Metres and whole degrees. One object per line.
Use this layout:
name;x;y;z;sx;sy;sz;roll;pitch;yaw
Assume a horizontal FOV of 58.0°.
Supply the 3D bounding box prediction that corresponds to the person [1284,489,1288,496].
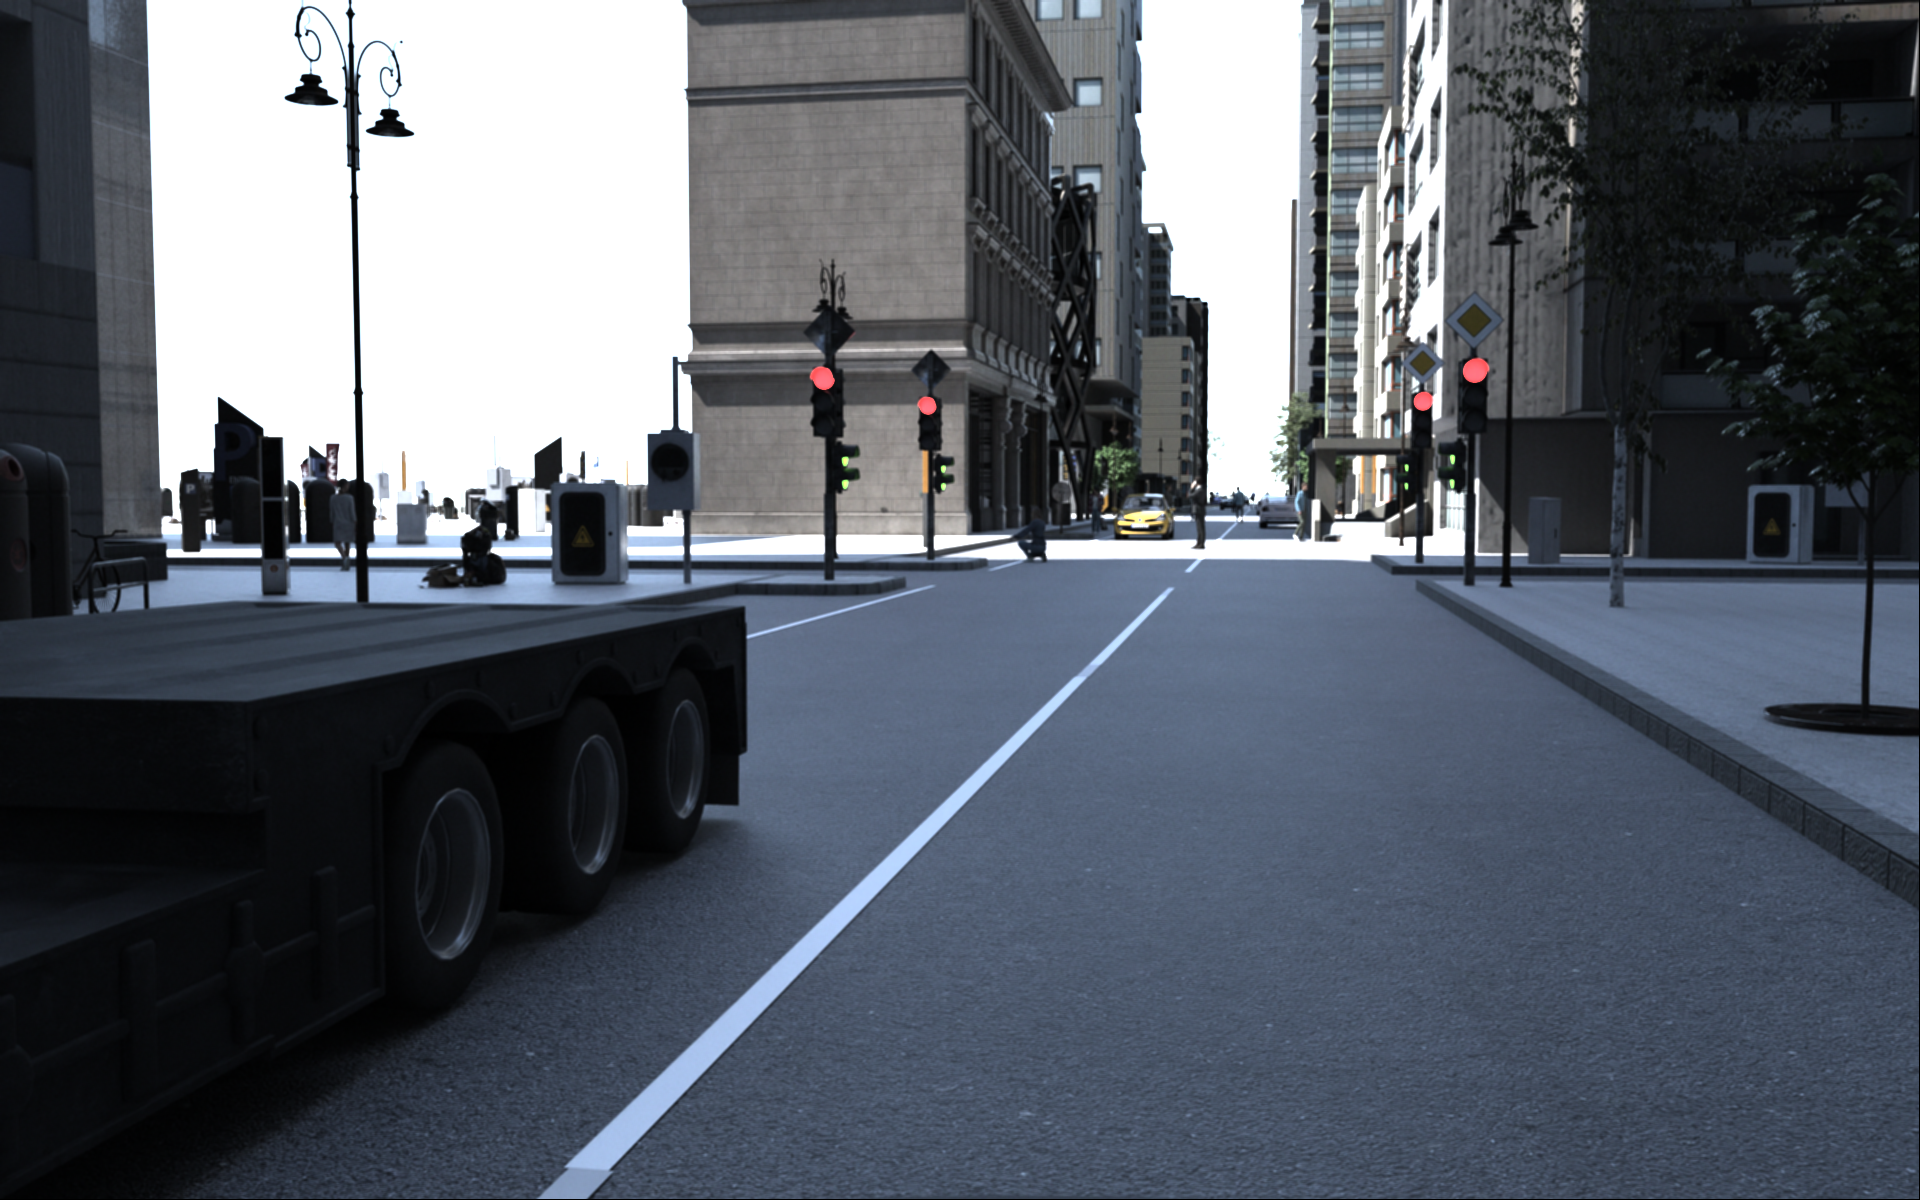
person;23.899;-7.216;126.619;0.705;1.807;1.348;1;4;22

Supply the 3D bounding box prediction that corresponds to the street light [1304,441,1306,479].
street light;29.665;-10.790;149.200;0.468;5.910;1.993;1;4;10

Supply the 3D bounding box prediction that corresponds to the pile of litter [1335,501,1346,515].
pile of litter;22.894;-5.605;105.604;1.176;0.858;1.719;0;4;6

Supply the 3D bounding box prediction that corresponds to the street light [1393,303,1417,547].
street light;10.793;-4.243;42.163;0.468;5.910;1.993;1;4;10

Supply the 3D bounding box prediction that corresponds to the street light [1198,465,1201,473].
street light;30.929;-15.370;224.094;0.468;5.910;1.993;1;4;10

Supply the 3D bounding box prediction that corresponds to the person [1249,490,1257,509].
person;28.522;-9.802;168.629;0.709;1.838;0.599;-1;4;-11

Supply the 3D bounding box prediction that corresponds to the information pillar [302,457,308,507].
information pillar;-38.696;-6.805;102.617;0.504;3.616;0.183;-1;4;-14

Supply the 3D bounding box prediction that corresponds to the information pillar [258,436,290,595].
information pillar;-8.740;-1.076;22.081;0.304;2.012;0.304;-1;4;-14

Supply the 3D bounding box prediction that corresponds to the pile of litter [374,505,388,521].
pile of litter;-28.156;-4.269;83.757;1.176;0.858;1.719;1;4;9

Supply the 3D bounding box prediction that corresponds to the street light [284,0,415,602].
street light;-5.692;-2.664;16.344;0.468;5.910;1.993;1;4;10

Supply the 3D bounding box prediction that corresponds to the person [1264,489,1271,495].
person;25.079;-8.112;141.217;1.350;1.814;0.705;2;4;24

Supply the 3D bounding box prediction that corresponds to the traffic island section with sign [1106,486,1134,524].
traffic island section with sign;8.012;-4.523;82.571;1.989;1.847;2.006;1;4;10

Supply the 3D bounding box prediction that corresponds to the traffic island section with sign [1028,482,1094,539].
traffic island section with sign;3.283;-2.881;55.729;1.989;1.847;2.006;1;4;10

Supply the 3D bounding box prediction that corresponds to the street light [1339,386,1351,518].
street light;16.400;-6.185;73.914;0.468;5.910;1.993;1;4;10

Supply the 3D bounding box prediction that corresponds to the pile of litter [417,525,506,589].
pile of litter;-7.031;-0.632;24.295;1.176;0.858;1.719;2;4;24

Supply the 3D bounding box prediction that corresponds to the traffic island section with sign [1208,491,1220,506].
traffic island section with sign;31.100;-12.540;213.653;1.989;1.847;2.006;1;4;10

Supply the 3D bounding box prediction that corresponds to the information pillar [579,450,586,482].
information pillar;-19.776;-6.088;90.887;0.183;3.616;0.504;2;4;25

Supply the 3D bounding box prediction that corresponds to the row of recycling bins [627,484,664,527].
row of recycling bins;-12.651;-3.766;68.691;1.069;1.692;3.534;-2;4;-27

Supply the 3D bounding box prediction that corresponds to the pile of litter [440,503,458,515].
pile of litter;-32.045;-5.771;108.322;1.176;0.858;1.719;1;4;20

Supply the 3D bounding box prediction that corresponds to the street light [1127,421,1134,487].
street light;10.820;-8.401;110.147;0.468;5.910;1.993;1;4;10

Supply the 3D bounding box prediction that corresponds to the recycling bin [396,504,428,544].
recycling bin;-14.195;-1.978;44.899;0.722;1.027;0.722;-1;4;-11

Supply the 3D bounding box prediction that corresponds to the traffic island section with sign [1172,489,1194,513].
traffic island section with sign;16.693;-7.539;131.885;1.989;1.847;2.006;1;4;10

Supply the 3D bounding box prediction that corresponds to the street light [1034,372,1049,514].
street light;3.094;-5.702;66.008;0.468;5.910;1.993;1;4;10

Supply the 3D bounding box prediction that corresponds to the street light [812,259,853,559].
street light;-2.502;-3.759;34.255;0.468;5.910;1.993;1;4;10

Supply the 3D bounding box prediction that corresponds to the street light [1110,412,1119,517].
street light;8.726;-7.656;97.971;0.468;5.910;1.993;1;4;10

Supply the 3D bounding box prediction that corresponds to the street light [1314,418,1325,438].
street light;21.964;-8.128;105.672;0.468;5.910;1.993;1;4;10

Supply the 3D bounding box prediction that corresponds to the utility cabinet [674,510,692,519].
utility cabinet;-13.871;-4.826;87.587;1.173;1.500;0.318;-1;4;-21

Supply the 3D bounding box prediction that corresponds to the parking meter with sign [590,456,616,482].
parking meter with sign;-16.148;-5.097;79.591;0.543;3.016;1.738;3;4;36

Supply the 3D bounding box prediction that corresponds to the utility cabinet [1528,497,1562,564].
utility cabinet;10.811;-1.275;32.001;0.306;1.237;1.020;3;4;36

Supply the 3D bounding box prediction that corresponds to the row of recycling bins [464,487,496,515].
row of recycling bins;-29.326;-6.054;106.101;1.069;1.692;3.534;0;4;7

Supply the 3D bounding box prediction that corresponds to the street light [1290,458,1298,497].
street light;38.485;-13.849;199.210;0.468;5.910;1.993;1;4;10

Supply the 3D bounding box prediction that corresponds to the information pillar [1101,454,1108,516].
information pillar;8.534;-6.792;102.406;0.504;3.616;0.183;-2;4;-28

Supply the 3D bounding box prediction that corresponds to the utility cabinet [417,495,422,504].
utility cabinet;-32.032;-5.605;102.808;0.306;1.237;1.020;-1;4;-12

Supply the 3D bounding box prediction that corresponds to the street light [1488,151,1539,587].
street light;7.554;-3.119;23.781;0.468;5.910;1.993;1;4;10

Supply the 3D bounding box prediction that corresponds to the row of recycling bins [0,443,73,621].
row of recycling bins;-7.468;-0.343;12.718;1.069;1.692;3.534;-1;4;-11

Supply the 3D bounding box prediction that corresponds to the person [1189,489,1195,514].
person;16.682;-7.019;123.397;0.705;1.807;1.348;2;4;29

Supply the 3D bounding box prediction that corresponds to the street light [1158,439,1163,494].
street light;16.439;-10.343;141.896;0.468;5.910;1.993;1;4;10

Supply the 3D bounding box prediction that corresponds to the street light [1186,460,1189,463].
street light;25.130;-13.380;191.557;0.468;5.910;1.993;1;4;10

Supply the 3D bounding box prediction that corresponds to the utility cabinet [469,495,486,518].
utility cabinet;-26.114;-5.061;93.907;1.020;1.237;0.306;1;4;23

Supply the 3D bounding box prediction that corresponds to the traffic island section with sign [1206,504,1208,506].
traffic island section with sign;21.371;-9.162;158.433;1.989;1.847;2.006;1;4;10

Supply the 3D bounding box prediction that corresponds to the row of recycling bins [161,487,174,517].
row of recycling bins;-46.427;-5.557;97.963;3.534;1.692;1.069;-1;4;-21

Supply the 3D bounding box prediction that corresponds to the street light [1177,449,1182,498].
street light;22.021;-12.285;173.651;0.468;5.910;1.993;1;4;10

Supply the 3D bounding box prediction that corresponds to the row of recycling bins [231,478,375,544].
row of recycling bins;-17.330;-2.364;45.761;3.534;1.692;1.069;-2;4;-27
